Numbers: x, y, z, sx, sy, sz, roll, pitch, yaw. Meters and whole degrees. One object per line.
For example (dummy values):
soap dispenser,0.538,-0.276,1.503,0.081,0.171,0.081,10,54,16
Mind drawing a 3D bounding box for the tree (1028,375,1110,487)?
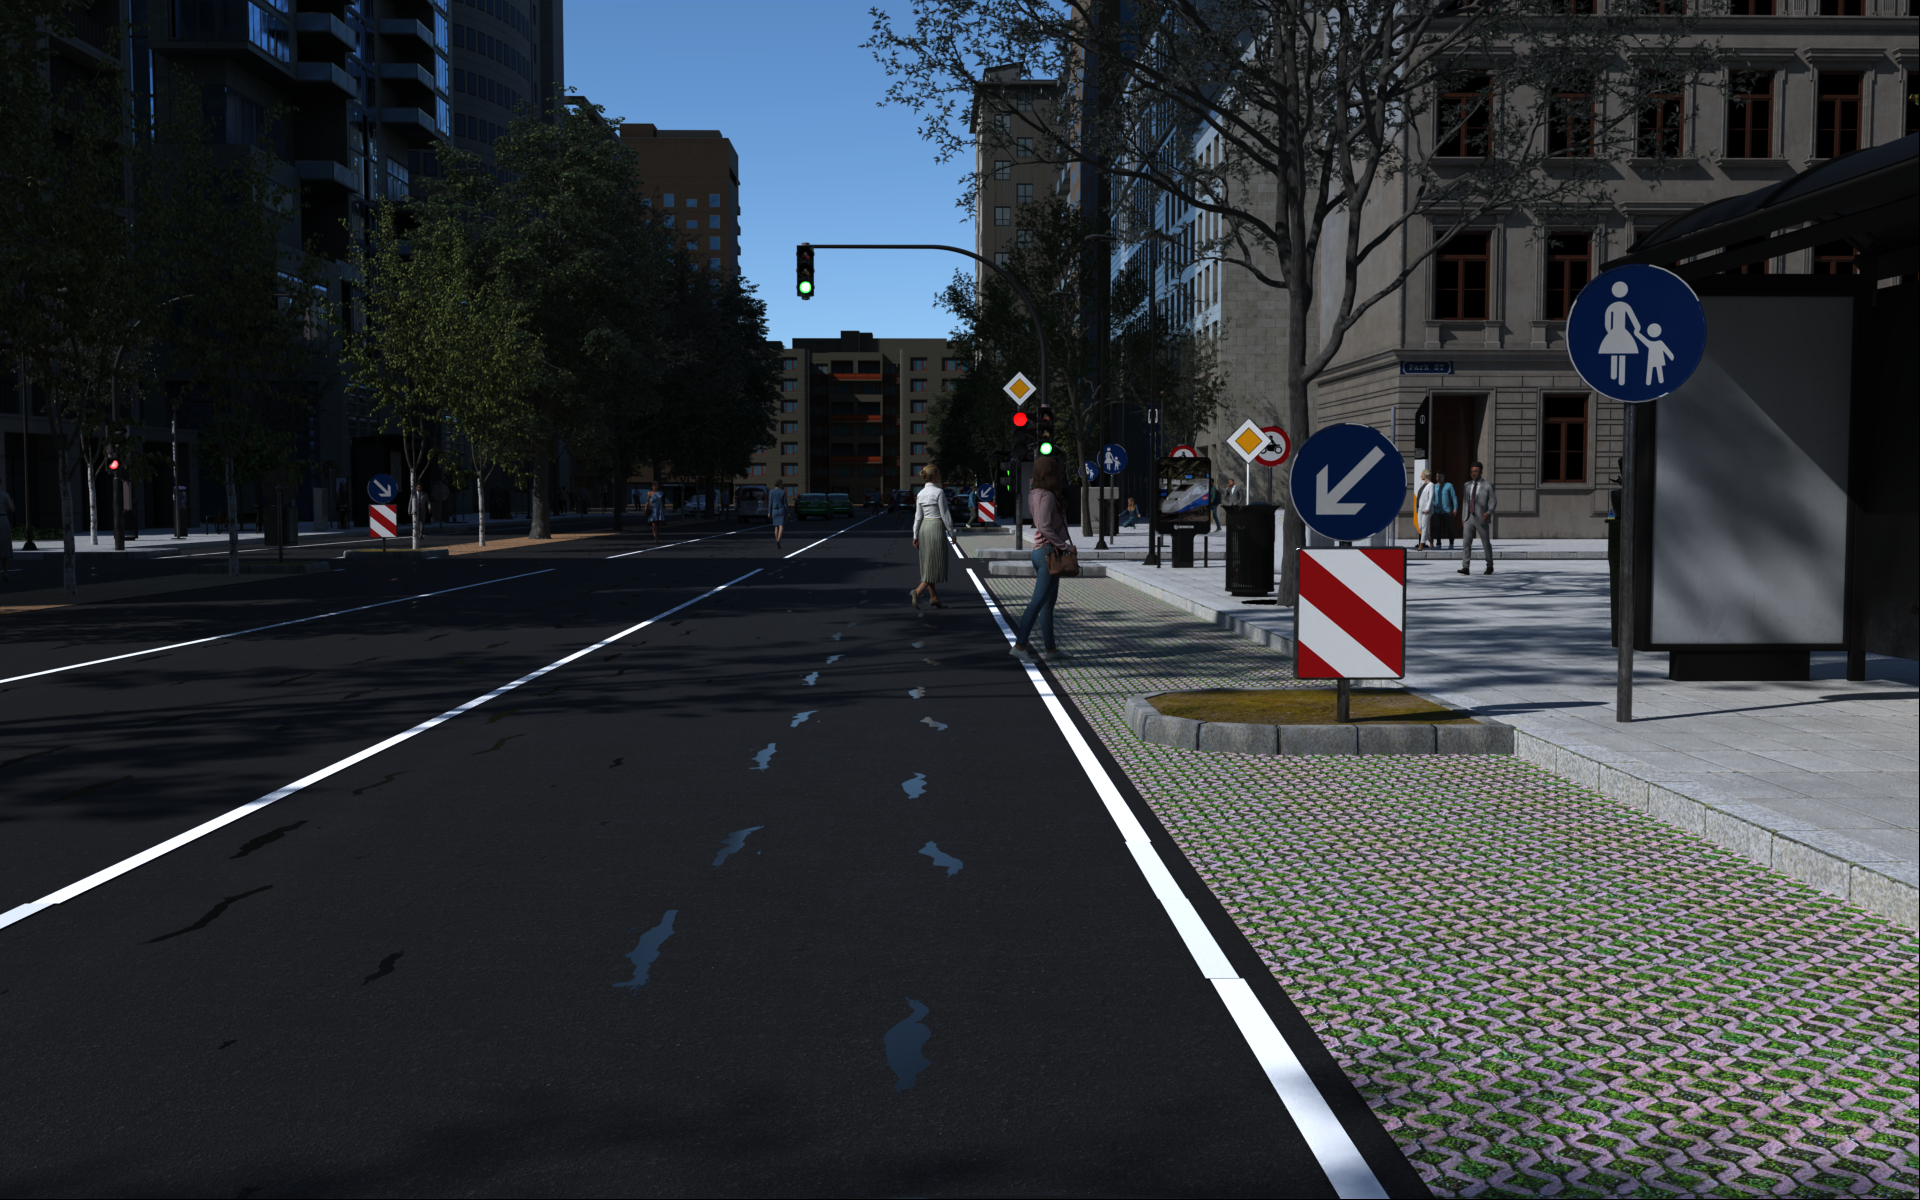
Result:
tree,6.932,-9.476,105.288,4.737,8.622,4.395,0,3,0

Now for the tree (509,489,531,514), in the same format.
tree,-28.300,-7.178,111.957,1.663,3.219,1.824,0,3,0

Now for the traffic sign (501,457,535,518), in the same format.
traffic sign,-23.849,-6.140,94.260,2.265,3.308,0.079,0,4,3

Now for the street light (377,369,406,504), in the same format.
street light,-21.061,-5.616,64.366,1.470,5.913,1.316,0,4,-1

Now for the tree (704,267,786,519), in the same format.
tree,-14.119,-11.498,97.102,9.857,13.997,8.962,0,3,0

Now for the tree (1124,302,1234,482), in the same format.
tree,8.639,-7.095,66.370,4.360,8.622,3.978,0,3,0

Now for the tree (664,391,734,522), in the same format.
tree,-13.530,-8.353,89.388,4.737,8.622,4.395,0,3,0

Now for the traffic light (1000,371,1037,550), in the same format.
traffic light,1.347,-3.110,39.771,0.839,4.253,0.868,0,4,-1

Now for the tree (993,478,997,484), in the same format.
tree,2.824,-6.992,108.913,1.663,3.219,1.824,0,3,0

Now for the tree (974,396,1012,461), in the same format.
tree,2.983,-10.266,118.218,4.737,8.622,4.395,0,3,0

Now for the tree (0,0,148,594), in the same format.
tree,-12.609,-4.362,24.135,4.737,8.622,4.395,0,3,0

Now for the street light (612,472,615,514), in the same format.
street light,-22.162,-8.647,113.921,1.470,5.913,1.316,0,4,-1

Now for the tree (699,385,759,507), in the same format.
tree,-23.787,-15.755,175.714,7.486,12.596,7.792,0,3,0

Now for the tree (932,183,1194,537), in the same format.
tree,3.611,-7.195,52.054,7.601,10.594,8.767,3,5,41

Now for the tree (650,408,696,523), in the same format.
tree,-13.592,-8.069,84.746,4.360,8.622,3.978,0,3,0

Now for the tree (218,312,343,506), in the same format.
tree,-26.614,-7.213,68.299,4.360,8.622,3.978,0,3,0

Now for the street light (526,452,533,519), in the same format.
street light,-21.690,-7.132,89.142,1.470,5.913,1.316,0,4,-1

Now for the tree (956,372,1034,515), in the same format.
tree,2.125,-9.430,104.538,4.360,8.622,3.978,0,3,0

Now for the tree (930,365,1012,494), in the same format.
tree,1.758,-14.512,154.272,9.611,12.733,9.660,0,3,0

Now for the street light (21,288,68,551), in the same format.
street light,-20.586,-4.075,39.168,1.470,5.913,1.316,0,4,-1

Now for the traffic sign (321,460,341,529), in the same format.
traffic sign,-23.386,-3.930,64.364,0.768,2.556,0.104,0,4,5

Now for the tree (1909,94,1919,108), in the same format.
tree,17.897,-4.823,29.211,4.737,8.622,4.395,0,3,0

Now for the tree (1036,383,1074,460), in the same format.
tree,5.829,-9.940,112.879,4.360,8.622,3.978,0,3,0

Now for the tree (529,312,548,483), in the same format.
tree,-13.059,-5.762,47.022,4.737,8.622,4.395,0,3,0

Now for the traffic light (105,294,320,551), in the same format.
traffic light,-17.020,-3.959,39.390,4.771,5.953,1.251,0,4,-1

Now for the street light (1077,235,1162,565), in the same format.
street light,2.935,-3.587,31.181,1.470,5.913,1.316,0,4,-1

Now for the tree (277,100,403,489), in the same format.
tree,-12.485,-4.684,29.403,4.737,8.622,4.395,0,3,0

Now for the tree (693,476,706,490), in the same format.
tree,-24.684,-10.449,165.443,1.663,3.219,1.824,0,3,0

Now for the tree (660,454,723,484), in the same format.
tree,-23.996,-13.420,153.830,7.601,10.594,8.767,-1,4,-9

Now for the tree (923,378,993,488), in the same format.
tree,0.676,-17.365,190.571,9.857,13.997,8.962,0,3,0

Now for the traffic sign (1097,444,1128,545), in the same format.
traffic sign,3.854,-2.678,43.898,0.768,2.556,0.104,0,4,0

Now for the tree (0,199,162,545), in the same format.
tree,-21.817,-5.683,43.284,4.360,8.622,3.978,0,3,0

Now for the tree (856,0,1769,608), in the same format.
tree,4.000,-6.681,19.597,12.009,13.543,11.850,0,3,0

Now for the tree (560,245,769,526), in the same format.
tree,-13.573,-9.664,77.463,9.611,12.733,9.660,0,3,0

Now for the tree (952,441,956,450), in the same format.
tree,1.740,-10.811,127.118,4.360,8.622,3.978,0,3,0

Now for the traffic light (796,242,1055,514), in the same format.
traffic light,-0.568,-3.482,31.601,4.771,5.953,1.251,0,4,-1

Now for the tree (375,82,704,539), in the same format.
tree,-13.348,-8.904,54.697,9.857,13.997,8.962,0,3,0

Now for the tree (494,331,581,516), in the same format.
tree,-23.926,-10.760,101.684,9.928,11.665,9.643,0,3,0

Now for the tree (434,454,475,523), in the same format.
tree,-22.292,-4.985,76.101,1.663,3.219,1.824,0,3,0

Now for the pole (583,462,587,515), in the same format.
pole,-23.504,-7.014,108.525,0.158,3.312,0.155,0,3,0

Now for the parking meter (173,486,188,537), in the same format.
parking meter,-23.469,-2.674,52.137,0.372,1.533,0.369,0,3,0

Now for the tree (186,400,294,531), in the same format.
tree,-25.270,-4.703,60.606,4.285,4.588,4.351,0,3,0

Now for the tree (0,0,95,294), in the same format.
tree,-12.767,-5.935,17.625,7.486,12.596,7.792,0,3,0

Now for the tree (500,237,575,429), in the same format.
tree,-13.059,-9.352,65.732,12.009,13.543,11.850,0,3,0

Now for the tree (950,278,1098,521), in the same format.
tree,3.080,-9.626,83.148,9.928,11.665,9.643,0,3,0

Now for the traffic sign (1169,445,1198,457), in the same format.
traffic sign,5.752,-2.726,44.682,0.768,2.556,0.104,0,3,0

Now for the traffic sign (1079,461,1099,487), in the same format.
traffic sign,4.963,-4.083,66.859,0.768,2.556,0.104,0,4,4

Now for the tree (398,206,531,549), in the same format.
tree,-13.193,-5.434,41.665,4.737,8.622,4.395,0,3,0

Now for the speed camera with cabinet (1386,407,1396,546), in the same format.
speed camera with cabinet,9.634,-2.788,39.924,0.660,3.252,2.038,0,4,2

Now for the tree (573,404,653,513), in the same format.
tree,-23.419,-12.334,119.784,7.486,12.596,7.792,0,3,0
